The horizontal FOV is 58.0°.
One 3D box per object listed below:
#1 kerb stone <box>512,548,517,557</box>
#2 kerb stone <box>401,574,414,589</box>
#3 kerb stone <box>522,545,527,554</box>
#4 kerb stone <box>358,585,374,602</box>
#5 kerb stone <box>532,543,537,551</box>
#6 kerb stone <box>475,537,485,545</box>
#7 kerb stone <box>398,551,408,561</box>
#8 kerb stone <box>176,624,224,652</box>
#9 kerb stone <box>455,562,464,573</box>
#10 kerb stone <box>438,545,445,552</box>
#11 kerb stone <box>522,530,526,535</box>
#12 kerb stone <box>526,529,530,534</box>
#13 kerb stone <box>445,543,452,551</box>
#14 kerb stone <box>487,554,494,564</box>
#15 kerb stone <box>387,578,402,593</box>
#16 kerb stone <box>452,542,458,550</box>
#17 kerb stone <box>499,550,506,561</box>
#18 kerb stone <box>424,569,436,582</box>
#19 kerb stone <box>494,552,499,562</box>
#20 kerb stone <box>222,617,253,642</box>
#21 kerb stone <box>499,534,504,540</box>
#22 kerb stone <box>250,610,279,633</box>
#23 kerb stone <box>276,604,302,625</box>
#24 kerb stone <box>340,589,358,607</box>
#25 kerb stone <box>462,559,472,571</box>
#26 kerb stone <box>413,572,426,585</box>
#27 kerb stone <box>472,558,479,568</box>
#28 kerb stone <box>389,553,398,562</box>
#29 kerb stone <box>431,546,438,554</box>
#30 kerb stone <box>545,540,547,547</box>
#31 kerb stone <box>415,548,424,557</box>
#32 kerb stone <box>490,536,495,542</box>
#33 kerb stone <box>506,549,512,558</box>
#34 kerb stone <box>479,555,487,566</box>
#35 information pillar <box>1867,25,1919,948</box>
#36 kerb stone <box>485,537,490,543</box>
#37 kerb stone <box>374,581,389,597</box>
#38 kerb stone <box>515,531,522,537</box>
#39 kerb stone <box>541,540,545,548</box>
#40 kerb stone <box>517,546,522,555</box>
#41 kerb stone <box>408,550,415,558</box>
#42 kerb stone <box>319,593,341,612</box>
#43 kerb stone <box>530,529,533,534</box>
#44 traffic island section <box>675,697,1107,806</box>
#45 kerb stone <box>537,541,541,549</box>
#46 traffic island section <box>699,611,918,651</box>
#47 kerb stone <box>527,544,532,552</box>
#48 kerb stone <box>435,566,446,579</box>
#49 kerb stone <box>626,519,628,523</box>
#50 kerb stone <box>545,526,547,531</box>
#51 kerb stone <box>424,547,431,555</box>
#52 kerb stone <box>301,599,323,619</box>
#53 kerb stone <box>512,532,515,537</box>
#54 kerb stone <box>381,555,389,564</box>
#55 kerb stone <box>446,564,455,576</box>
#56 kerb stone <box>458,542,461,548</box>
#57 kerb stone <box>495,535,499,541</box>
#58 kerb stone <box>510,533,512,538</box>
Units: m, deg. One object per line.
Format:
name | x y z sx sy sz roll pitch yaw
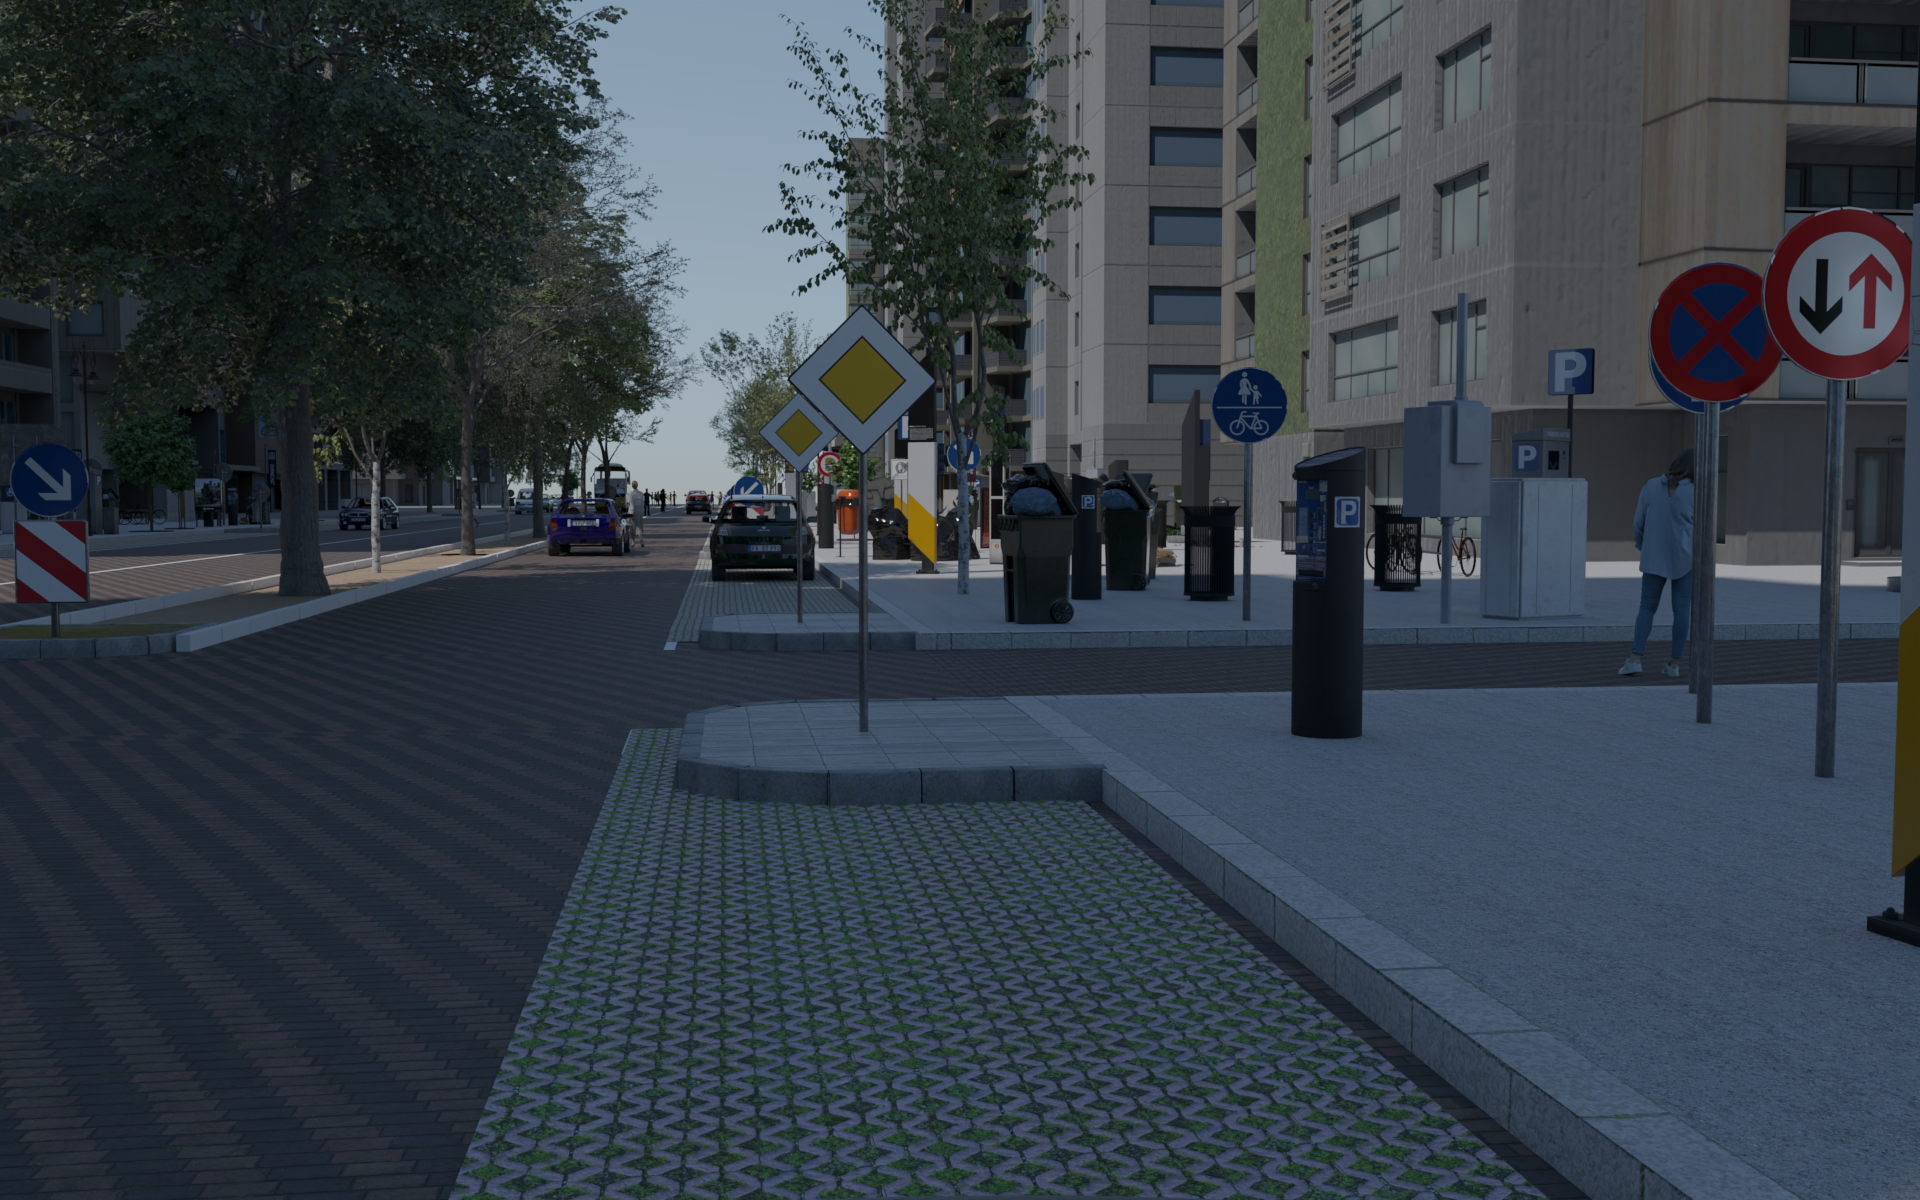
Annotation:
kerb stone | -10.310 -1.065 39.602 0.120 0.150 1.000 0 4 -8
kerb stone | -8.507 -0.257 26.400 0.120 0.150 1.000 0 4 -8
kerb stone | -10.579 -1.189 41.639 0.120 0.150 1.000 0 4 -8
kerb stone | -8.096 -0.071 23.361 0.120 0.150 1.000 0 4 -8
kerb stone | -10.859 -1.314 43.672 0.120 0.150 1.000 0 4 -8
kerb stone | -13.760 -1.669 49.477 0.120 0.150 1.000 0 4 -8
kerb stone | -12.098 -0.923 37.281 0.120 0.150 1.000 0 4 -8
kerb stone | -7.132 0.364 16.244 0.120 0.150 1.000 0 4 -8
kerb stone | -9.203 -0.562 31.492 0.120 0.150 1.000 0 4 -8
kerb stone | -12.804 -1.233 42.360 0.120 0.150 1.000 0 4 -8
kerb stone | -15.144 -2.285 59.638 0.120 0.150 1.000 0 4 -8
kerb stone | -15.279 -2.352 60.651 0.120 0.150 1.000 0 4 -8
kerb stone | -12.934 -1.293 43.373 0.120 0.150 1.000 0 4 -8
kerb stone | -9.753 -0.811 35.544 0.120 0.150 1.000 0 4 -8
kerb stone | -8.366 -0.195 25.387 0.120 0.150 1.000 0 4 -8
kerb stone | -13.074 -1.350 44.395 0.120 0.150 1.000 0 4 -8
kerb stone | -10.022 -0.941 37.574 0.120 0.150 1.000 0 4 -8
kerb stone | -8.788 -0.382 28.440 0.120 0.150 1.000 0 4 -8
kerb stone | -9.903 -0.879 36.559 0.120 0.150 1.000 0 4 -8
kerb stone | -7.267 0.304 17.257 0.120 0.150 1.000 0 4 -8
kerb stone | -14.314 -1.914 53.540 0.120 0.150 1.000 0 4 -8
kerb stone | -7.406 0.243 18.274 0.120 0.150 1.000 0 4 -8
kerb stone | -7.545 0.178 19.286 0.120 0.150 1.000 0 4 -8
kerb stone | -7.960 -0.008 22.333 0.120 0.150 1.000 0 4 -8
kerb stone | -9.344 -0.631 32.504 0.120 0.150 1.000 0 4 -8
kerb stone | -8.649 -0.319 27.421 0.120 0.150 1.000 0 4 -8
kerb stone | -9.482 -0.692 33.517 0.120 0.150 1.000 0 4 -8
kerb stone | -11.974 -0.853 36.264 0.120 0.150 1.000 0 4 -8
kerb stone | -12.658 -1.170 41.348 0.120 0.150 1.000 0 4 -8
kerb stone | -11.271 -1.500 46.723 0.120 0.150 1.000 0 4 -8
kerb stone | -12.381 -1.042 39.317 0.120 0.150 1.000 0 4 -8
kerb stone | -14.044 -1.793 51.514 0.120 0.150 1.000 0 4 -8
kerb stone | -10.163 -1.003 38.591 0.120 0.150 1.000 0 4 -8
kerb stone | -9.609 -0.754 34.531 0.120 0.150 1.000 0 4 -8
information pillar | 2.816 -0.820 4.758 0.183 3.616 0.504 -1 4 -15
kerb stone | -13.898 -1.731 50.489 0.120 0.150 1.000 0 4 -8
kerb stone | -8.233 -0.128 24.374 0.120 0.150 1.000 0 4 -8
kerb stone | -15.014 -2.228 58.620 0.120 0.150 1.000 0 4 -8
kerb stone | -11.132 -1.436 45.705 0.120 0.150 1.000 0 4 -8
kerb stone | -10.447 -1.120 40.622 0.120 0.150 1.000 0 4 -8
kerb stone | -12.251 -0.985 38.303 0.120 0.150 1.000 0 4 -8
kerb stone | -7.819 0.055 21.320 0.120 0.150 1.000 0 4 -8
kerb stone | -15.422 -2.414 61.662 0.120 0.150 1.000 0 4 -8
traffic island section | -0.500 0.790 9.372 2.009 0.180 2.903 0 4 -8
kerb stone | -11.000 -1.374 44.692 0.120 0.150 1.000 0 4 -8
traffic island section | -1.576 0.306 17.285 2.009 0.180 2.903 0 4 -8
kerb stone | -10.721 -1.252 42.659 0.120 0.150 1.000 0 4 -8
kerb stone | -8.924 -0.444 29.456 0.120 0.150 1.000 0 4 -8
kerb stone | -17.066 -4.109 89.376 0.120 0.150 1.000 0 4 -8
kerb stone | -16.529 -2.904 69.793 0.120 0.150 1.000 0 4 -8
kerb stone | -12.522 -1.109 40.335 0.120 0.150 1.000 0 4 -8
kerb stone | -7.677 0.120 20.300 0.120 0.150 1.000 0 4 -8
kerb stone | -14.736 -2.104 56.588 0.120 0.150 1.000 0 4 -8
kerb stone | -11.833 -0.798 35.249 0.120 0.150 1.000 0 4 -8
kerb stone | -9.065 -0.506 30.474 0.120 0.150 1.000 0 4 -8
kerb stone | -13.206 -1.420 45.408 0.120 0.150 1.000 0 4 -8
kerb stone | -14.180 -1.855 52.527 0.120 0.150 1.000 0 4 -8
kerb stone | -14.591 -2.041 55.570 0.120 0.150 1.000 0 4 -8
